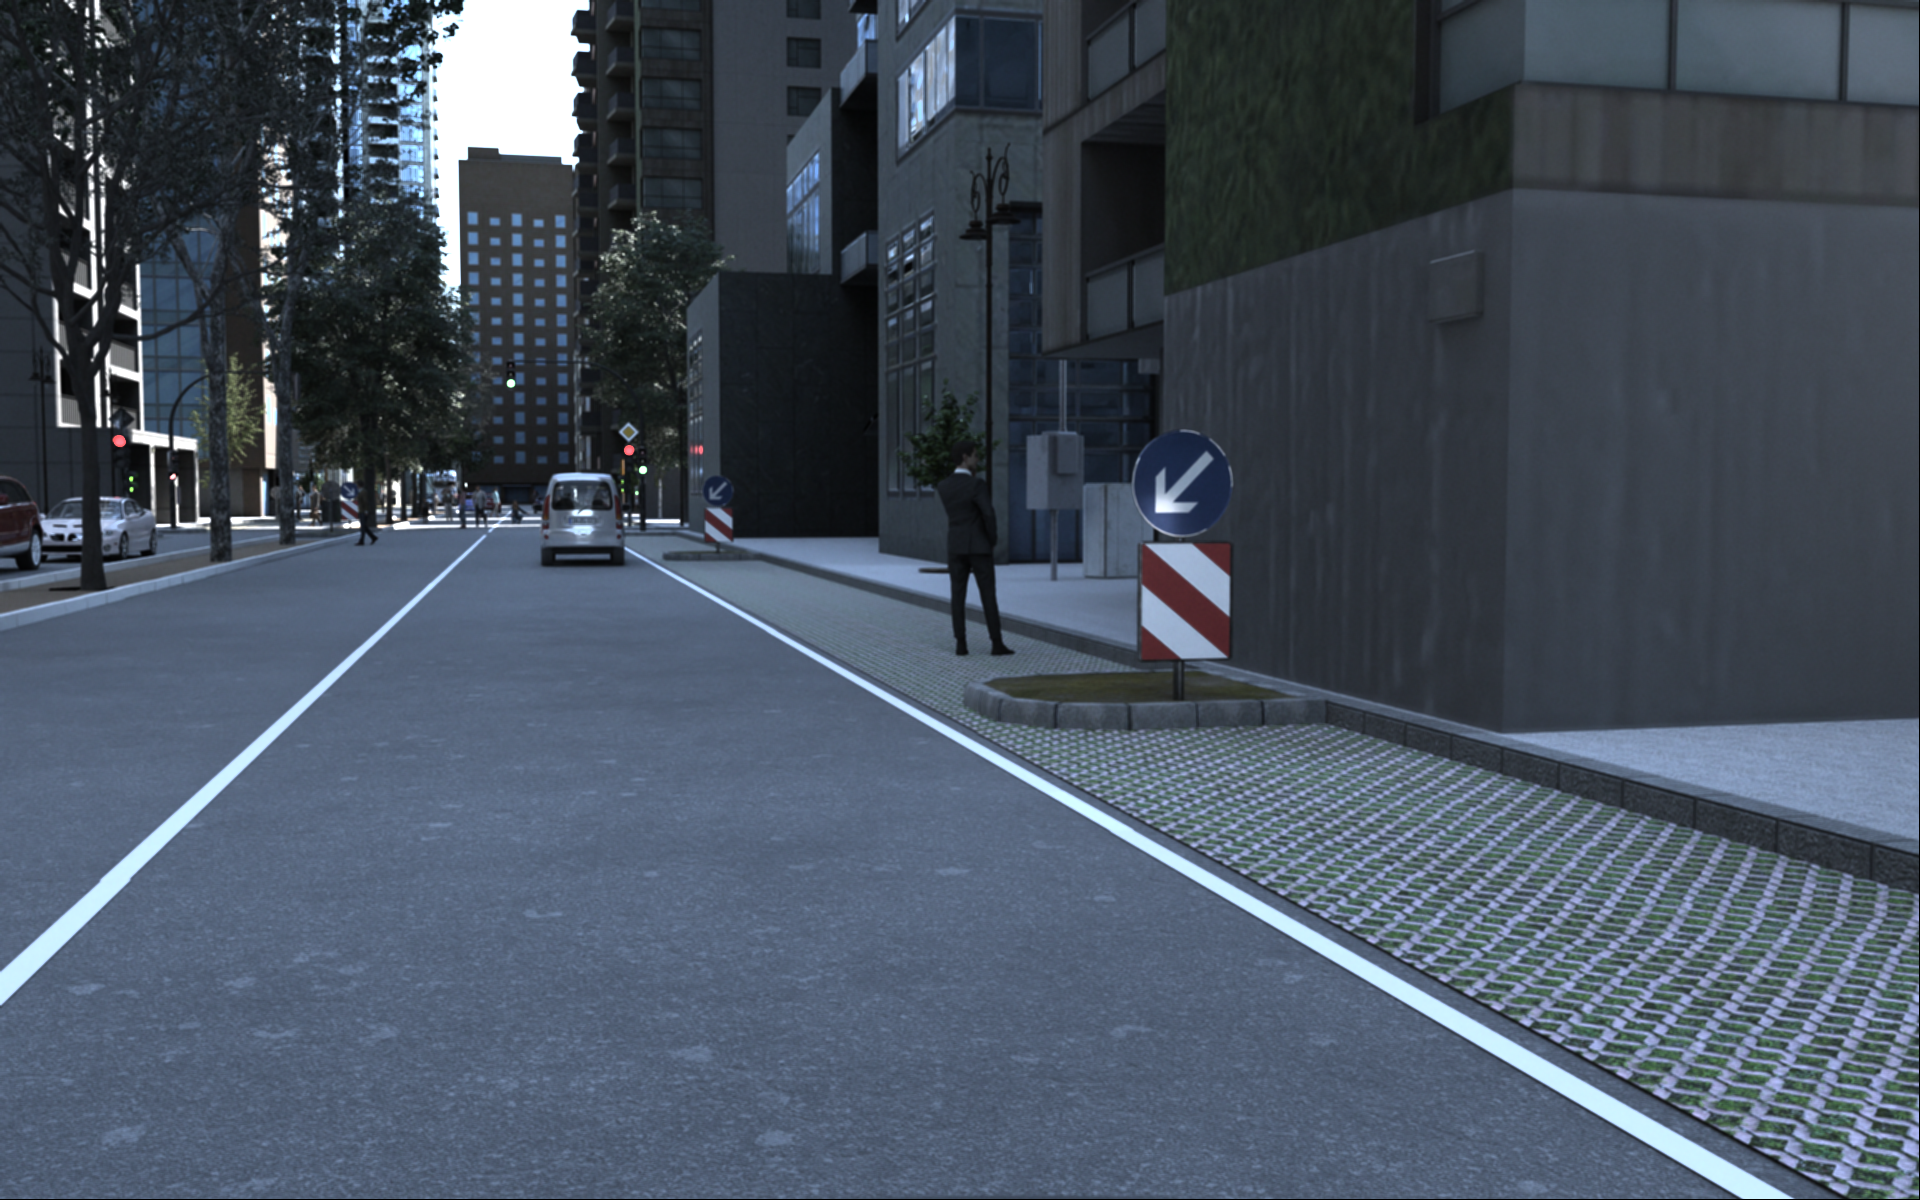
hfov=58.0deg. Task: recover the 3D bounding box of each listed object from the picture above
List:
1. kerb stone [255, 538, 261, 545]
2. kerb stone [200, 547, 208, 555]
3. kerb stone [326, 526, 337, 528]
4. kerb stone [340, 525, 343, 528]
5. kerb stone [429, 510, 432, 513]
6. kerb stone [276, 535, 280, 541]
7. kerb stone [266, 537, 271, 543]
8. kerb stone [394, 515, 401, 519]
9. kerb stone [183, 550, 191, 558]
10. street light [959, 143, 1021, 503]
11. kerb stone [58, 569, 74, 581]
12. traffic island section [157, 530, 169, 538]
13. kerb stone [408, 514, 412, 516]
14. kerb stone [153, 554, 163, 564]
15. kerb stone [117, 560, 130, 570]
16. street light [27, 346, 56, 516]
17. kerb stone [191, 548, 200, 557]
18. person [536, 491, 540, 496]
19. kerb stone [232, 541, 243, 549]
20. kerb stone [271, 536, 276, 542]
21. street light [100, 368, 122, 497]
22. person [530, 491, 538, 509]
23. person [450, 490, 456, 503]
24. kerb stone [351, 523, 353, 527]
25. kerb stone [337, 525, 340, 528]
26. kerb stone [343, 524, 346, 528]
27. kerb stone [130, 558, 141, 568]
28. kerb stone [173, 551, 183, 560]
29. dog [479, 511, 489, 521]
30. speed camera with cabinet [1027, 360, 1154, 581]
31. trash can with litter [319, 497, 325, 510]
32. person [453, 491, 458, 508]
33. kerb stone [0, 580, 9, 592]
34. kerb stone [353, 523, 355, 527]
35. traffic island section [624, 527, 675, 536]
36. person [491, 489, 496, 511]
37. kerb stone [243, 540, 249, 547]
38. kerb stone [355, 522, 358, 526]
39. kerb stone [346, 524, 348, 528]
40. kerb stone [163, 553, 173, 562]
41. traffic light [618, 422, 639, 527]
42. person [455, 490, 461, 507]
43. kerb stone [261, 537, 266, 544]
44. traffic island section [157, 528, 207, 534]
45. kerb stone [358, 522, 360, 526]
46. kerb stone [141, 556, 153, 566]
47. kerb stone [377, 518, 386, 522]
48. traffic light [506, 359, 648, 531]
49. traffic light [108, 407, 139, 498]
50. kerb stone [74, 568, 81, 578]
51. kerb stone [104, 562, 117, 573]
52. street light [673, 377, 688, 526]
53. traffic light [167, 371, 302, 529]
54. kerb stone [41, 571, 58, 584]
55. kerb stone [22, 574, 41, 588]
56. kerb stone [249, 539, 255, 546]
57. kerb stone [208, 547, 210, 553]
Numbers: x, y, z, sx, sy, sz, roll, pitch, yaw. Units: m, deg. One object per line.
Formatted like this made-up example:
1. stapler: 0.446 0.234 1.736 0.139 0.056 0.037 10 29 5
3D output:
1. kerb stone: -19.822 -1.611 48.553 0.120 0.150 1.000 -1 4 -14
2. kerb stone: -17.841 -1.124 40.570 0.120 0.150 1.000 -1 4 -14
3. kerb stone: -24.640 -2.798 67.943 0.120 0.150 1.000 -1 4 -14
4. kerb stone: -25.137 -2.918 69.940 0.120 0.150 1.000 -1 4 -14
5. kerb stone: -41.697 -6.998 136.605 0.120 0.150 1.000 -1 4 -14
6. kerb stone: -20.814 -1.855 52.531 0.120 0.150 1.000 -1 4 -14
7. kerb stone: -20.314 -1.733 50.542 0.120 0.150 1.000 -1 4 -14
8. kerb stone: -33.053 -4.864 101.768 0.120 0.150 1.000 -1 4 -14
9. kerb stone: -17.351 -1.002 38.582 0.120 0.150 1.000 -1 4 -14
10. street light: 0.390 -3.088 23.271 0.468 5.910 1.993 -1 4 -14
11. kerb stone: -14.874 -0.393 28.624 0.120 0.150 1.000 -1 4 -14
12. traffic island section: -27.011 -2.059 55.944 2.009 0.180 2.903 -1 4 -14
13. kerb stone: -35.768 -5.537 112.721 0.120 0.150 1.000 -1 4 -14
14. kerb stone: -16.606 -0.819 35.588 0.120 0.150 1.000 -1 4 -14
15. kerb stone: -15.865 -0.637 32.610 0.120 0.150 1.000 -1 4 -14
16. street light: -28.741 -4.989 54.355 0.468 5.910 1.993 -1 4 -14
17. kerb stone: -17.593 -1.063 39.576 0.120 0.150 1.000 -1 4 -14
18. person: -51.979 -12.486 212.660 1.348 1.822 0.705 -2 4 -24
19. kerb stone: -19.077 -1.428 45.548 0.120 0.150 1.000 -1 4 -14
20. kerb stone: -20.564 -1.794 51.535 0.120 0.150 1.000 -1 4 -14
21. street light: -30.982 -5.536 63.306 0.468 5.910 1.993 -1 4 -14
22. person: -40.050 -9.434 163.306 0.990 1.755 0.434 -1 4 -16
23. person: -50.154 -9.908 170.505 1.348 1.823 0.705 2 4 33
24. kerb stone: -26.125 -3.163 73.917 0.120 0.150 1.000 -1 4 -14
25. kerb stone: -24.885 -2.859 68.945 0.120 0.150 1.000 -1 4 -14
26. kerb stone: -25.382 -2.981 70.935 0.120 0.150 1.000 -1 4 -14
27. kerb stone: -16.110 -0.698 33.604 0.120 0.150 1.000 -1 4 -14
28. kerb stone: -17.093 -0.941 37.589 0.120 0.150 1.000 -1 4 -14
29. dog: -25.824 -4.555 93.768 0.406 0.507 0.540 1 4 10
30. speed camera with cabinet: 1.979 -1.946 26.149 2.038 3.252 0.660 -2 4 -34
31. trash can with litter: -49.673 -7.529 134.490 1.055 1.170 0.624 -2 4 -26
32. person: -53.708 -10.720 184.478 1.217 1.736 0.721 1 4 17
33. kerb stone: -14.137 -0.201 25.633 0.120 0.150 1.000 -1 4 -14
34. kerb stone: -26.370 -3.220 74.909 0.120 0.150 1.000 -1 4 -14
35. traffic island section: -10.955 -2.302 59.914 2.009 0.180 2.903 -1 4 -14
36. person: -38.465 -8.212 142.852 1.350 1.814 0.705 2 4 35
37. kerb stone: -19.325 -1.488 46.557 0.120 0.150 1.000 -1 4 -14
38. kerb stone: -26.613 -3.285 75.902 0.120 0.150 1.000 -1 4 -14
39. kerb stone: -25.625 -3.041 71.928 0.120 0.150 1.000 -1 4 -14
40. kerb stone: -16.850 -0.879 36.596 0.120 0.150 1.000 -1 4 -14
41. traffic light: -12.922 -4.809 67.540 0.839 4.253 0.868 -1 4 -14
42. person: -42.496 -8.410 146.682 0.721 1.739 1.217 -2 4 -35
43. kerb stone: -20.076 -1.673 49.548 0.120 0.150 1.000 -1 4 -14
44. traffic island section: -28.937 -2.533 63.695 2.009 0.180 2.903 -1 4 -14
45. kerb stone: -26.863 -3.346 76.904 0.120 0.150 1.000 -1 4 -14
46. kerb stone: -16.352 -0.759 34.598 0.120 0.150 1.000 -1 4 -14
47. kerb stone: -30.323 -4.195 90.826 0.120 0.150 1.000 -1 4 -14
48. traffic light: -13.006 -5.167 59.149 4.771 5.953 1.251 -1 4 -14
49. traffic light: -26.970 -4.092 55.820 0.839 4.253 0.868 -1 4 -14
50. kerb stone: -15.122 -0.454 29.617 0.120 0.150 1.000 -1 4 -14
51. kerb stone: -15.613 -0.572 31.619 0.120 0.150 1.000 -1 4 -14
52. street light: -11.032 -5.857 68.549 0.468 5.910 1.993 -1 4 -14
53. traffic light: -26.886 -5.470 64.105 4.771 5.953 1.251 -1 4 -14
54. kerb stone: -14.629 -0.332 27.629 0.120 0.150 1.000 -1 4 -14
55. kerb stone: -14.373 -0.263 26.628 0.120 0.150 1.000 -1 4 -14
56. kerb stone: -19.573 -1.551 47.552 0.120 0.150 1.000 -1 4 -14
57. kerb stone: -18.088 -1.184 41.562 0.120 0.150 1.000 -1 4 -14
